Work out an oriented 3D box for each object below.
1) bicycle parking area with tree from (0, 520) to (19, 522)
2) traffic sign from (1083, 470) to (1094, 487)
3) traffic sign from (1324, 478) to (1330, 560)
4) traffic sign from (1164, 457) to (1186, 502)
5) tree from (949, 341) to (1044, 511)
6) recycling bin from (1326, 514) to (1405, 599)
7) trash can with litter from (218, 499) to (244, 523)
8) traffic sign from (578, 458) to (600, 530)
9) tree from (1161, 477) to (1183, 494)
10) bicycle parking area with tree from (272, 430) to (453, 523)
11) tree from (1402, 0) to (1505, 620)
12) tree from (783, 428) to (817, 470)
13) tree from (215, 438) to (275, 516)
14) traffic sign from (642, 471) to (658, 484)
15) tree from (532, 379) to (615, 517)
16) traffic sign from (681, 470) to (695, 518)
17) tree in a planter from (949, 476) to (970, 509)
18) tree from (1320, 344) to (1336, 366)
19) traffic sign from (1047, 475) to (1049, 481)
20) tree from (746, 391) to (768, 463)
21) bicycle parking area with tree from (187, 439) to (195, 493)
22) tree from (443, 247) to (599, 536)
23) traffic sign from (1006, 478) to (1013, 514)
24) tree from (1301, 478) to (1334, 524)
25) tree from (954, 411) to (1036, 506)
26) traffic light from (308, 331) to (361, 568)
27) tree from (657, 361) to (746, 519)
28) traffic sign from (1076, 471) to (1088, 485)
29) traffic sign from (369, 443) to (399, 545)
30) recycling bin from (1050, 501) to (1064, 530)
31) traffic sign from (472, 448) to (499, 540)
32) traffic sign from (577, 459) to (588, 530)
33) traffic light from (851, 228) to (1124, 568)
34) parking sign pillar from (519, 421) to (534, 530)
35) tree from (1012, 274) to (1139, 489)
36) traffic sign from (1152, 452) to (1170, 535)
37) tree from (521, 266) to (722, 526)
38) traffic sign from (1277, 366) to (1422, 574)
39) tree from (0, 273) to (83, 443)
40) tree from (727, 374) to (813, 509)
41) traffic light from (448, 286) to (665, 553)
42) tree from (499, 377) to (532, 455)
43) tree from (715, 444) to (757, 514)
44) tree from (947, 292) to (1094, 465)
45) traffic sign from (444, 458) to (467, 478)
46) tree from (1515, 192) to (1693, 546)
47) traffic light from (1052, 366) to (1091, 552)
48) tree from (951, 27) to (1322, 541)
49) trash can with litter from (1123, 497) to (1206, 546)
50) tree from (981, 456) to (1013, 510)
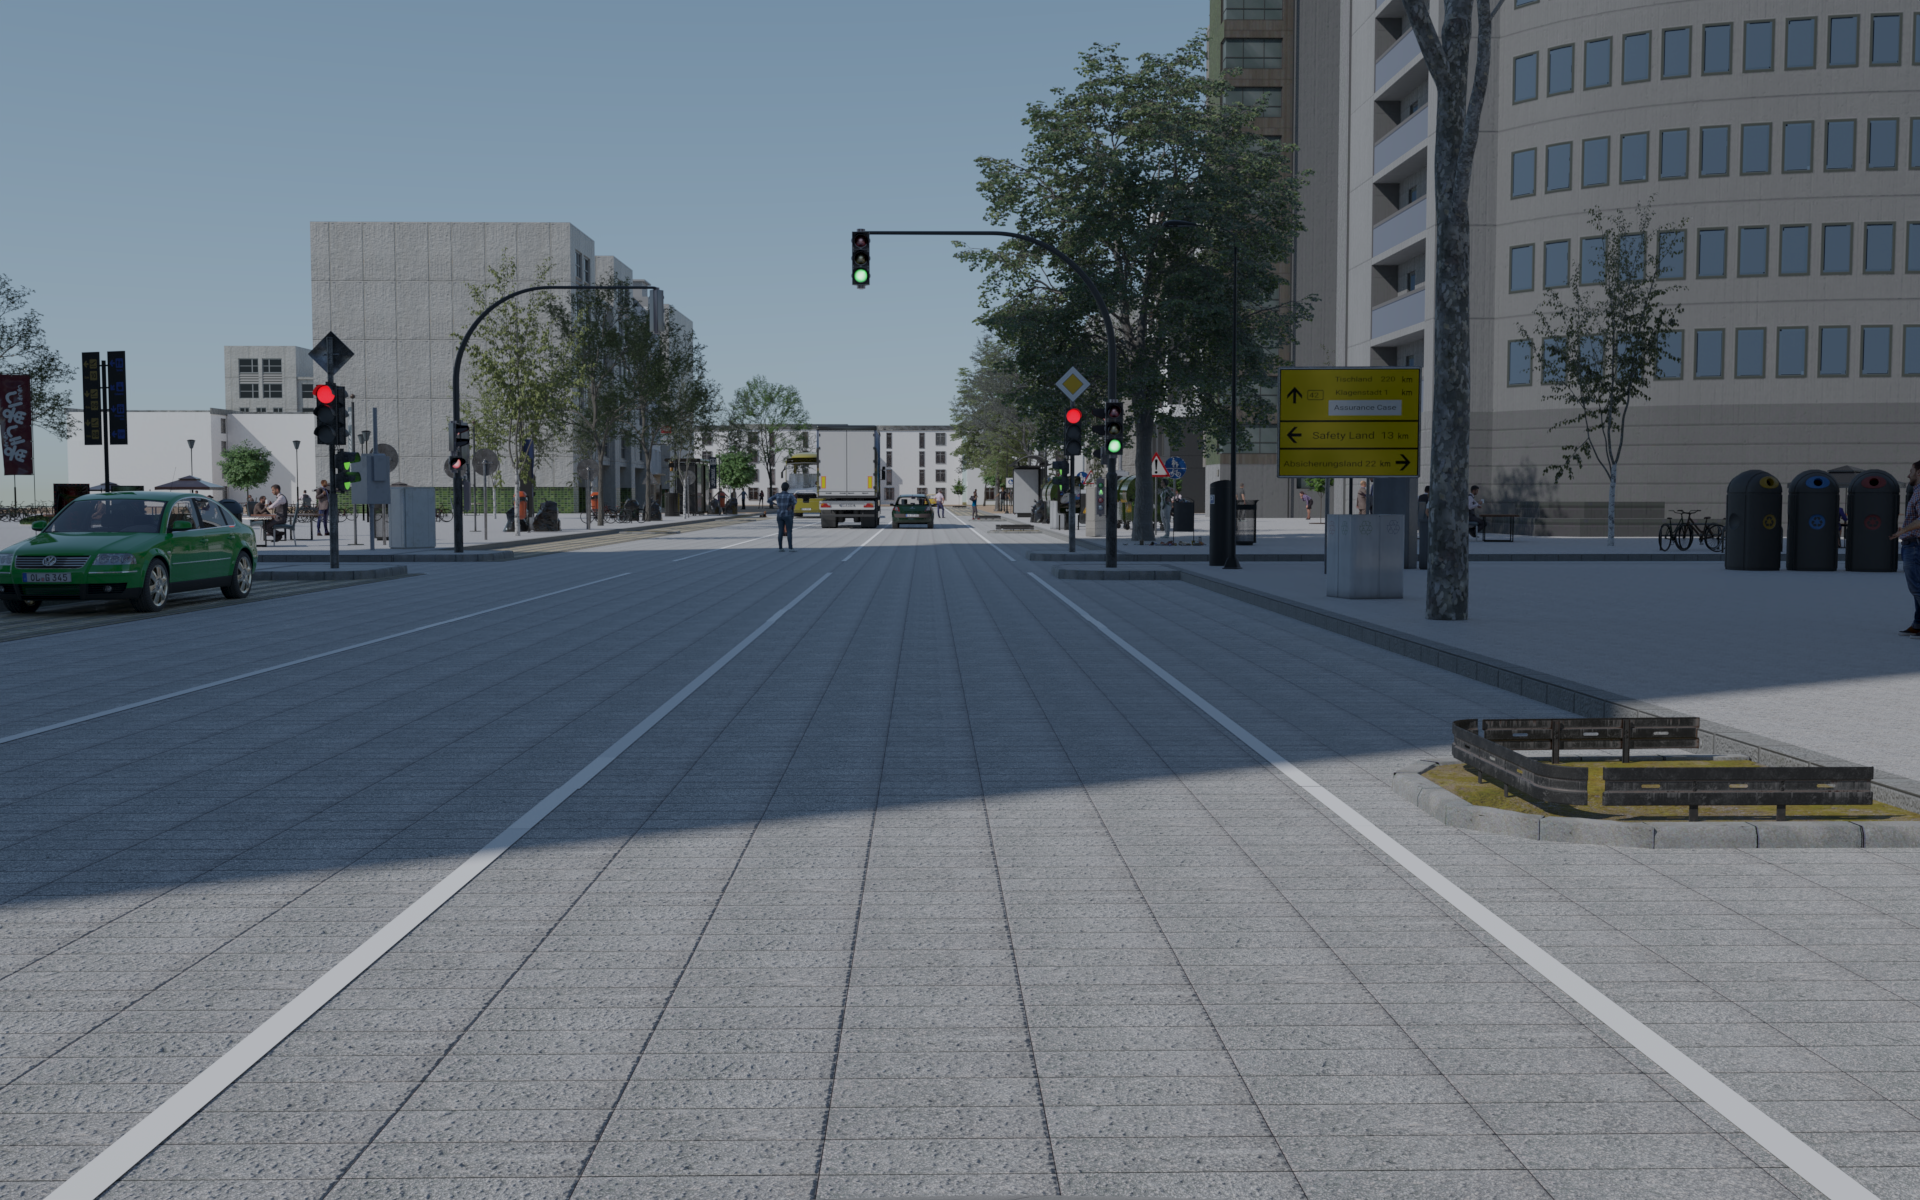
[{"bbox_3d":[-47.176,-5.731,80.698,9.016,4.147,8.231,-1,4,-9],"label":"bicycle parking area with tree"},{"bbox_3d":[6.991,-5.654,92.447,0.884,2.594,0.081,0,4,6],"label":"traffic sign"},{"bbox_3d":[6.578,-1.890,31.008,0.768,2.556,0.104,0,4,3],"label":"traffic sign"},{"bbox_3d":[7.295,-3.593,58.851,0.768,2.556,0.104,0,4,2],"label":"traffic sign"},{"bbox_3d":[2.806,-12.829,127.884,7.486,12.596,7.792,0,3,0],"label":"tree"},{"bbox_3d":[5.018,-0.545,21.461,0.722,1.027,0.722,-1,4,-14],"label":"recycling bin"},{"bbox_3d":[-16.101,-1.657,38.476,0.624,1.170,1.055,-3,4,-38],"label":"trash can with litter"},{"bbox_3d":[-13.278,-3.784,61.972,0.768,2.556,0.104,0,4,1],"label":"traffic sign"},{"bbox_3d":[13.372,-6.908,107.546,1.663,3.219,1.824,0,3,0],"label":"tree"},{"bbox_3d":[-27.839,-5.721,80.547,9.016,4.147,8.231,0,4,-8],"label":"bicycle parking area with tree"},{"bbox_3d":[3.559,-9.886,17.524,12.611,20.169,13.585,0,3,0],"label":"tree"},{"bbox_3d":[-16.533,-14.151,181.734,4.360,8.622,3.978,0,3,0],"label":"tree"},{"bbox_3d":[-42.070,-7.234,101.996,4.285,4.588,4.351,0,3,0],"label":"tree"},{"bbox_3d":[-16.895,-5.770,94.347,0.884,2.594,0.081,0,4,2],"label":"traffic sign"},{"bbox_3d":[-21.091,-9.046,98.263,4.360,8.622,3.978,0,3,0],"label":"tree"},{"bbox_3d":[-14.647,-5.705,93.382,0.768,2.556,0.104,0,4,2],"label":"traffic sign"},{"bbox_3d":[-0.080,-10.392,167.137,1.991,3.239,1.994,0,4,-1],"label":"tree in a planter"},{"bbox_3d":[17.989,-7.814,78.125,4.360,8.622,3.978,0,3,0],"label":"tree"},{"bbox_3d":[5.486,-6.821,111.630,0.768,2.556,0.104,0,4,6],"label":"traffic sign"},{"bbox_3d":[-15.644,-10.430,120.889,4.360,8.622,3.978,0,3,0],"label":"tree"},{"bbox_3d":[-37.897,-6.420,91.961,8.231,4.147,9.016,0,4,-3],"label":"bicycle parking area with tree"},{"bbox_3d":[-13.295,-6.262,52.742,4.737,8.622,4.395,0,3,0],"label":"tree"},{"bbox_3d":[3.247,-6.628,110.492,0.606,2.300,0.079,0,4,-1],"label":"traffic sign"},{"bbox_3d":[15.375,-4.873,74.282,1.663,3.219,1.824,0,3,0],"label":"tree"},{"bbox_3d":[2.822,-15.080,180.976,7.601,10.594,8.767,2,4,30],"label":"tree"},{"bbox_3d":[-10.804,-2.504,29.855,0.839,4.253,0.868,0,4,-1],"label":"traffic light"},{"bbox_3d":[-14.153,-8.521,89.685,4.360,8.622,3.978,0,3,0],"label":"tree"},{"bbox_3d":[6.915,-5.972,97.741,0.768,2.556,0.104,0,4,6],"label":"traffic sign"},{"bbox_3d":[-14.481,-2.655,43.509,0.768,2.556,0.104,0,4,2],"label":"traffic sign"},{"bbox_3d":[3.710,-3.088,63.049,0.722,1.027,0.722,-1,4,-12],"label":"recycling bin"},{"bbox_3d":[-13.257,-2.951,48.357,0.768,2.556,0.104,0,4,6],"label":"traffic sign"},{"bbox_3d":[-13.442,-3.812,62.427,0.768,2.556,0.104,0,4,7],"label":"traffic sign"},{"bbox_3d":[0.525,-3.381,29.954,4.771,5.953,1.251,0,4,-1],"label":"traffic light"},{"bbox_3d":[-15.435,-4.477,61.679,1.447,3.967,1.447,-1,4,-11],"label":"parking sign pillar"},{"bbox_3d":[4.278,-6.521,56.983,4.360,8.622,3.978,0,3,0],"label":"tree"},{"bbox_3d":[6.087,-3.288,53.760,0.884,2.594,0.081,1,4,8],"label":"traffic sign"},{"bbox_3d":[-14.302,-8.290,69.957,8.767,10.594,7.601,3,4,37],"label":"tree"},{"bbox_3d":[6.202,-2.068,27.681,2.265,3.308,0.079,0,4,4],"label":"traffic sign"},{"bbox_3d":[-36.640,-7.971,64.732,7.601,10.594,8.767,-1,4,-9],"label":"tree"},{"bbox_3d":[-16.628,-13.762,150.764,9.928,11.665,9.643,0,3,0],"label":"tree"},{"bbox_3d":[-8.873,-3.868,37.915,4.771,5.953,1.251,0,4,-1],"label":"traffic light"},{"bbox_3d":[-26.456,-9.596,107.264,4.360,8.622,3.978,0,3,0],"label":"tree"},{"bbox_3d":[-14.836,-7.977,114.145,4.285,4.588,4.351,0,3,0],"label":"tree"},{"bbox_3d":[4.285,-11.826,103.731,12.009,13.543,11.850,0,3,0],"label":"tree"},{"bbox_3d":[-16.779,-3.515,57.581,0.768,2.556,0.104,0,4,4],"label":"traffic sign"},{"bbox_3d":[16.142,-5.665,42.991,4.360,8.622,3.978,0,3,0],"label":"tree"},{"bbox_3d":[2.455,-3.009,38.121,0.839,4.253,0.868,0,4,-1],"label":"traffic light"},{"bbox_3d":[4.934,-8.601,47.276,9.857,13.997,8.962,0,3,0],"label":"tree"},{"bbox_3d":[5.217,-1.976,43.361,2.233,1.210,1.678,1,4,12],"label":"trash can with litter"},{"bbox_3d":[3.452,-9.551,139.867,4.285,4.588,4.351,0,3,0],"label":"tree"}]
